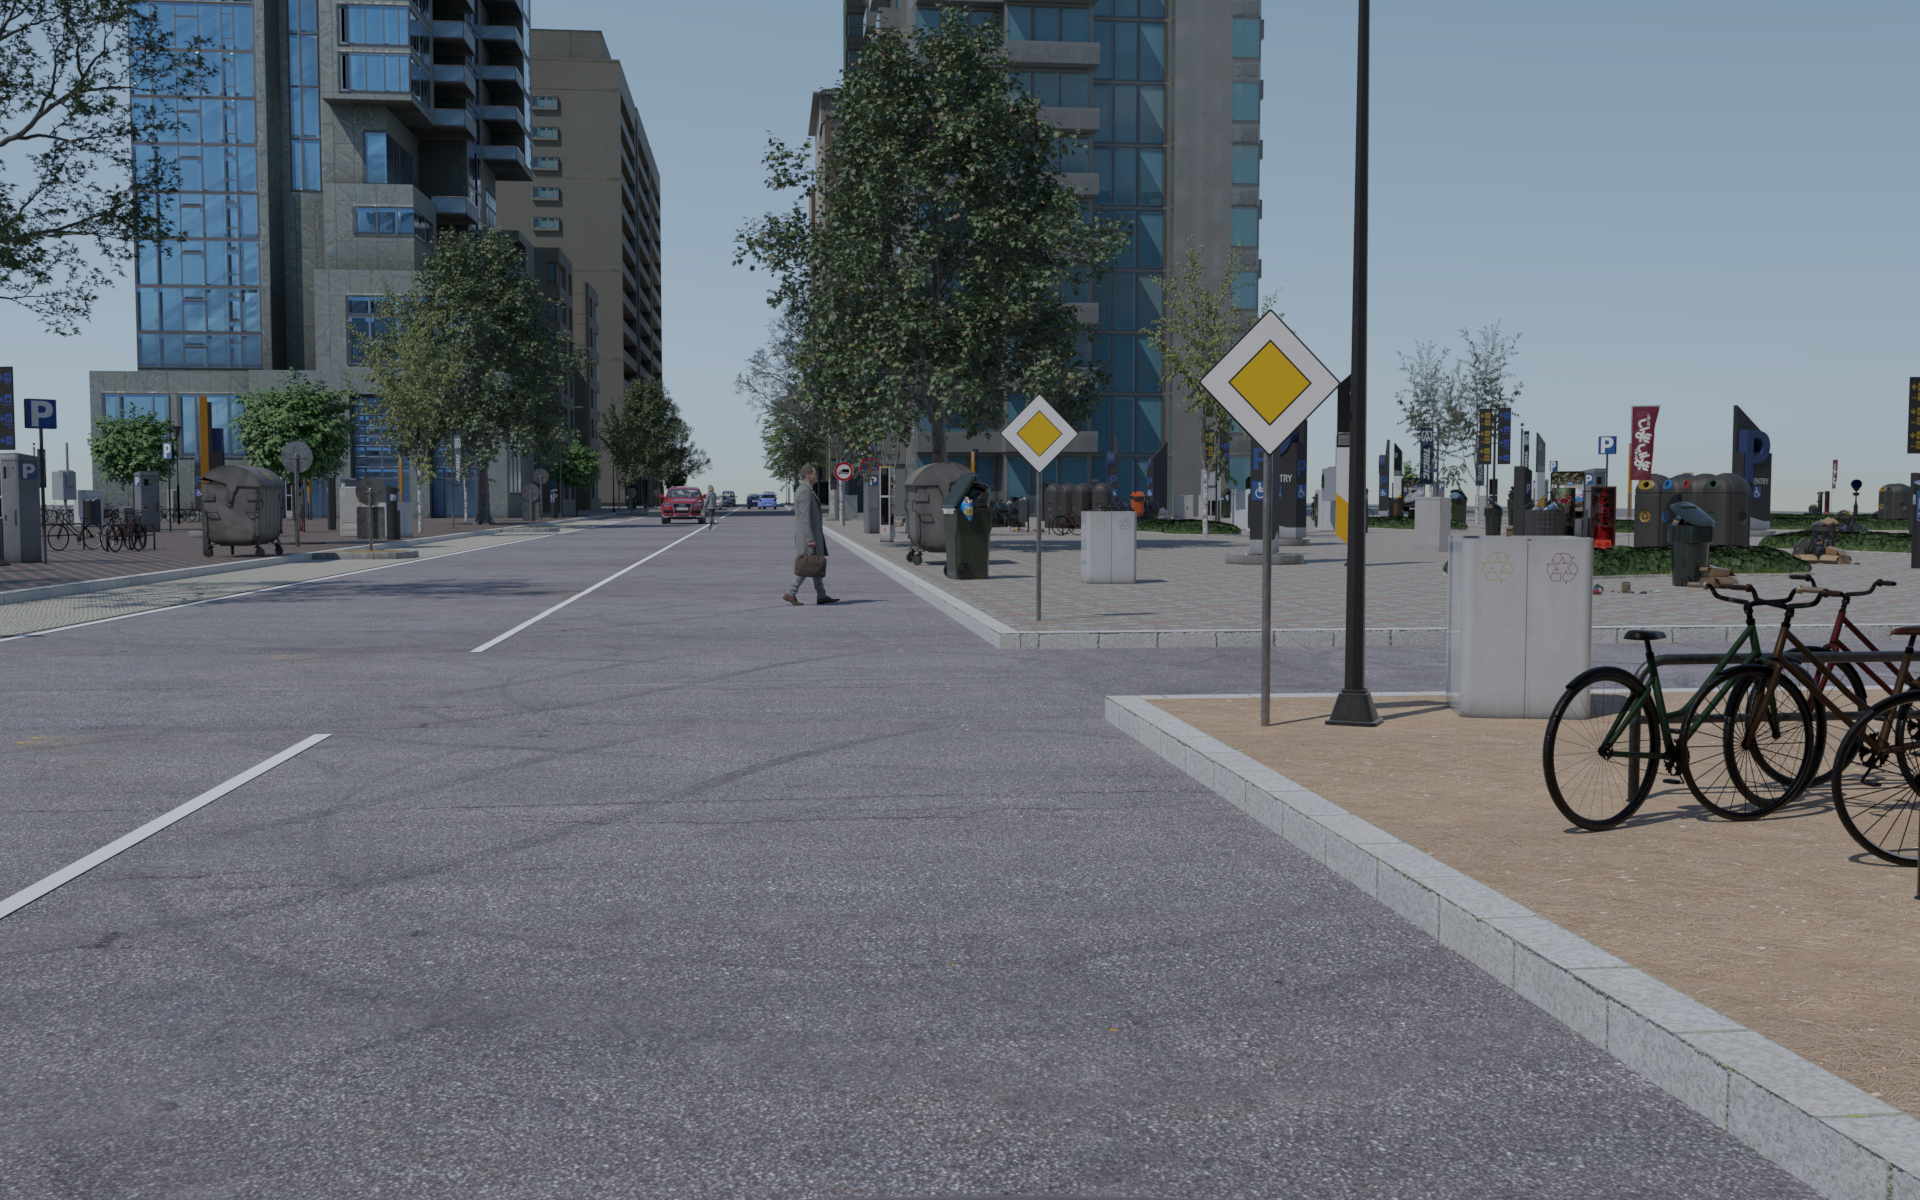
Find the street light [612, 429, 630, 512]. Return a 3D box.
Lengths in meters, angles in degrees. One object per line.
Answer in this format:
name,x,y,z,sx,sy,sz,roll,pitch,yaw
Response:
street light,-24.167,-9.231,123.474,1.470,5.913,1.316,0,4,-6

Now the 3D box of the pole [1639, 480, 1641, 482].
pole,24.541,-4.193,62.399,0.158,3.312,0.155,0,3,0

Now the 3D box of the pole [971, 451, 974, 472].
pole,0.610,-5.451,82.969,0.158,3.312,0.155,0,3,0

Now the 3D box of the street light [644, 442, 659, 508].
street light,-27.672,-11.161,155.027,1.470,5.913,1.316,0,4,-6

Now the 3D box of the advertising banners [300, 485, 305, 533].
advertising banners,-21.931,-3.769,57.806,0.090,3.025,2.074,-2,4,-24

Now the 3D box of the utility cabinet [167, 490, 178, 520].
utility cabinet,-39.270,-4.758,86.472,0.318,1.500,1.173,-1,4,-11

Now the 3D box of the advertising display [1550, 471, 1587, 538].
advertising display,17.050,-2.653,48.591,0.974,1.923,0.123,3,4,39

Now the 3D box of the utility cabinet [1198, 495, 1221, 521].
utility cabinet,11.654,-4.259,80.803,1.020,1.237,0.306,1,4,19

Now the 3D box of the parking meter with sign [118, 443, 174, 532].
parking meter with sign,-27.379,-3.792,58.261,0.543,3.016,1.738,2,4,35

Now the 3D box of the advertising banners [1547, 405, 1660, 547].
advertising banners,12.815,-2.346,34.552,2.074,3.025,0.090,1,4,22

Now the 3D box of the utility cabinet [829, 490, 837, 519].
utility cabinet,-6.419,-4.897,88.741,0.318,1.500,1.173,1,4,11

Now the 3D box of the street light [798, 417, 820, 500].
street light,-9.112,-8.100,104.980,1.470,5.913,1.316,0,4,-6

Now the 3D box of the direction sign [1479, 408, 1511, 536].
direction sign,14.085,-3.283,45.671,0.876,3.537,0.379,3,5,43

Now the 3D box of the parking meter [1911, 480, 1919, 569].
parking meter,16.623,-1.311,29.846,0.372,1.533,0.369,0,3,0

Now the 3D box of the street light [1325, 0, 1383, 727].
street light,1.668,-2.258,9.463,1.470,5.913,1.316,0,4,-6

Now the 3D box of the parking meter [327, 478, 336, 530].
parking meter,-22.422,-3.429,61.782,0.255,1.863,0.399,-2,4,-26

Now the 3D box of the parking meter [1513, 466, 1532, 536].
parking meter,11.751,-1.864,36.183,0.255,1.863,0.399,3,5,43

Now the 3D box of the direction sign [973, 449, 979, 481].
direction sign,0.785,-5.782,86.529,0.379,3.537,0.876,1,4,17

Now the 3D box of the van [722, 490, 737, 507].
van,-26.351,-11.628,197.129,2.013,2.044,4.112,0,4,-7

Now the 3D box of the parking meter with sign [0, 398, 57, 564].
parking meter with sign,-17.487,-2.203,32.274,1.738,3.016,0.543,3,4,37

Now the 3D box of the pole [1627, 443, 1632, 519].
pole,26.991,-4.643,69.754,0.158,3.312,0.155,0,3,0

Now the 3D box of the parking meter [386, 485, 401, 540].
parking meter,-15.879,-2.453,48.520,0.372,1.533,0.369,0,3,0

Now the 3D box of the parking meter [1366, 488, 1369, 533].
parking meter,13.247,-2.973,57.012,0.372,1.533,0.369,0,3,0

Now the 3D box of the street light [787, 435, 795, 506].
street light,-12.707,-10.029,136.522,1.470,5.913,1.316,0,4,-6

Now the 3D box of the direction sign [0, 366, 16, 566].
direction sign,-17.197,-2.378,30.882,0.876,3.537,0.379,1,4,16

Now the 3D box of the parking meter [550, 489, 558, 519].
parking meter,-21.305,-5.045,90.900,0.372,1.533,0.369,0,3,0

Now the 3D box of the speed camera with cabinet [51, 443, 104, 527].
speed camera with cabinet,-34.288,-4.462,67.292,0.660,3.252,2.038,1,4,16

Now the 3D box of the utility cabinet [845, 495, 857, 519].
utility cabinet,-5.878,-4.853,90.514,1.020,1.237,0.306,-2,4,-30

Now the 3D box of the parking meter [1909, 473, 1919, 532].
parking meter,26.079,-2.534,47.150,0.399,1.863,0.255,-2,4,-26

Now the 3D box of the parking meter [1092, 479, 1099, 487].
parking meter,5.331,-3.824,68.237,0.255,1.863,0.399,0,4,1

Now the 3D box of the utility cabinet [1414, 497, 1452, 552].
utility cabinet,10.618,-1.697,38.902,0.306,1.237,1.020,-1,4,-18

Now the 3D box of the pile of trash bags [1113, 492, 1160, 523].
pile of trash bags,6.824,-3.524,67.375,1.912,1.369,3.447,0,4,-1

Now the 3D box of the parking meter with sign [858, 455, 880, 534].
parking meter with sign,-2.922,-3.694,56.657,0.543,3.016,1.738,-1,4,-13

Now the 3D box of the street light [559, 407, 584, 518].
street light,-20.626,-7.302,91.925,1.470,5.913,1.316,0,4,-6

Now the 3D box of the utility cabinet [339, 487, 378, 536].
utility cabinet,-18.094,-2.661,52.185,1.173,1.500,0.318,1,4,15

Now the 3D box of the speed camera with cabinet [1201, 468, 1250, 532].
speed camera with cabinet,9.629,-4.119,61.685,2.038,3.252,0.660,1,4,13

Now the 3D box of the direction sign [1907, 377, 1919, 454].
direction sign,18.762,-2.540,33.519,0.876,3.537,0.379,0,4,-1

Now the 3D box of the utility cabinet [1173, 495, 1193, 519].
utility cabinet,11.613,-4.827,90.075,1.020,1.237,0.306,-1,4,-10

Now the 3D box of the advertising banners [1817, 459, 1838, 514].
advertising banners,44.344,-5.649,88.555,0.090,3.025,2.074,0,4,2

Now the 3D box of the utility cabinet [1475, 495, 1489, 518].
utility cabinet,28.151,-4.996,92.843,1.020,1.237,0.306,0,4,5

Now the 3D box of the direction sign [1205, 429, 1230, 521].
direction sign,8.979,-4.199,60.643,0.876,3.537,0.379,0,4,7

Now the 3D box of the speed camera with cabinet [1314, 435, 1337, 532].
speed camera with cabinet,12.549,-3.962,59.107,0.660,3.252,2.038,0,4,3

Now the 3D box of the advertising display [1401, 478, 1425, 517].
advertising display,17.840,-3.852,68.201,0.974,1.923,0.123,-1,4,-15

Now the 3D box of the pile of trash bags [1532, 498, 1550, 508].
pile of trash bags,27.956,-4.483,83.057,1.912,1.369,3.447,0,4,-7

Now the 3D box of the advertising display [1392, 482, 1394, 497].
advertising display,23.479,-5.381,93.189,0.123,1.923,0.974,3,4,36

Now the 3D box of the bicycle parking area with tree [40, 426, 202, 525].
bicycle parking area with tree,-35.013,-5.386,75.057,9.016,4.147,8.231,-2,4,-30

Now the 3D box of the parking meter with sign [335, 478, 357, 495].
parking meter with sign,-29.081,-5.275,82.503,0.543,3.016,1.738,2,4,32

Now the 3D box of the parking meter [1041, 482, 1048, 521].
parking meter,4.228,-4.976,87.069,0.399,1.863,0.255,-3,5,-44

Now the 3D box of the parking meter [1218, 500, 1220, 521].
parking meter,10.137,-3.696,68.840,0.372,1.533,0.369,0,3,0

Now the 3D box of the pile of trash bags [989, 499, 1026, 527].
pile of trash bags,0.719,-3.500,66.970,3.447,1.369,1.912,-1,4,-23

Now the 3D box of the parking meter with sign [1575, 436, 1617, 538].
parking meter with sign,18.846,-3.384,51.583,1.738,3.016,0.543,-3,5,-42

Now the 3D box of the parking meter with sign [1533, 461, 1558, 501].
parking meter with sign,30.246,-5.750,90.272,1.738,3.016,0.543,-1,4,-20

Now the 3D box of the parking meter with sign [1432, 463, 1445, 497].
parking meter with sign,26.184,-6.023,94.734,0.543,3.016,1.738,0,4,-6

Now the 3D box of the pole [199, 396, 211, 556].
pole,-15.678,-2.576,35.967,0.158,3.312,0.155,0,3,0
